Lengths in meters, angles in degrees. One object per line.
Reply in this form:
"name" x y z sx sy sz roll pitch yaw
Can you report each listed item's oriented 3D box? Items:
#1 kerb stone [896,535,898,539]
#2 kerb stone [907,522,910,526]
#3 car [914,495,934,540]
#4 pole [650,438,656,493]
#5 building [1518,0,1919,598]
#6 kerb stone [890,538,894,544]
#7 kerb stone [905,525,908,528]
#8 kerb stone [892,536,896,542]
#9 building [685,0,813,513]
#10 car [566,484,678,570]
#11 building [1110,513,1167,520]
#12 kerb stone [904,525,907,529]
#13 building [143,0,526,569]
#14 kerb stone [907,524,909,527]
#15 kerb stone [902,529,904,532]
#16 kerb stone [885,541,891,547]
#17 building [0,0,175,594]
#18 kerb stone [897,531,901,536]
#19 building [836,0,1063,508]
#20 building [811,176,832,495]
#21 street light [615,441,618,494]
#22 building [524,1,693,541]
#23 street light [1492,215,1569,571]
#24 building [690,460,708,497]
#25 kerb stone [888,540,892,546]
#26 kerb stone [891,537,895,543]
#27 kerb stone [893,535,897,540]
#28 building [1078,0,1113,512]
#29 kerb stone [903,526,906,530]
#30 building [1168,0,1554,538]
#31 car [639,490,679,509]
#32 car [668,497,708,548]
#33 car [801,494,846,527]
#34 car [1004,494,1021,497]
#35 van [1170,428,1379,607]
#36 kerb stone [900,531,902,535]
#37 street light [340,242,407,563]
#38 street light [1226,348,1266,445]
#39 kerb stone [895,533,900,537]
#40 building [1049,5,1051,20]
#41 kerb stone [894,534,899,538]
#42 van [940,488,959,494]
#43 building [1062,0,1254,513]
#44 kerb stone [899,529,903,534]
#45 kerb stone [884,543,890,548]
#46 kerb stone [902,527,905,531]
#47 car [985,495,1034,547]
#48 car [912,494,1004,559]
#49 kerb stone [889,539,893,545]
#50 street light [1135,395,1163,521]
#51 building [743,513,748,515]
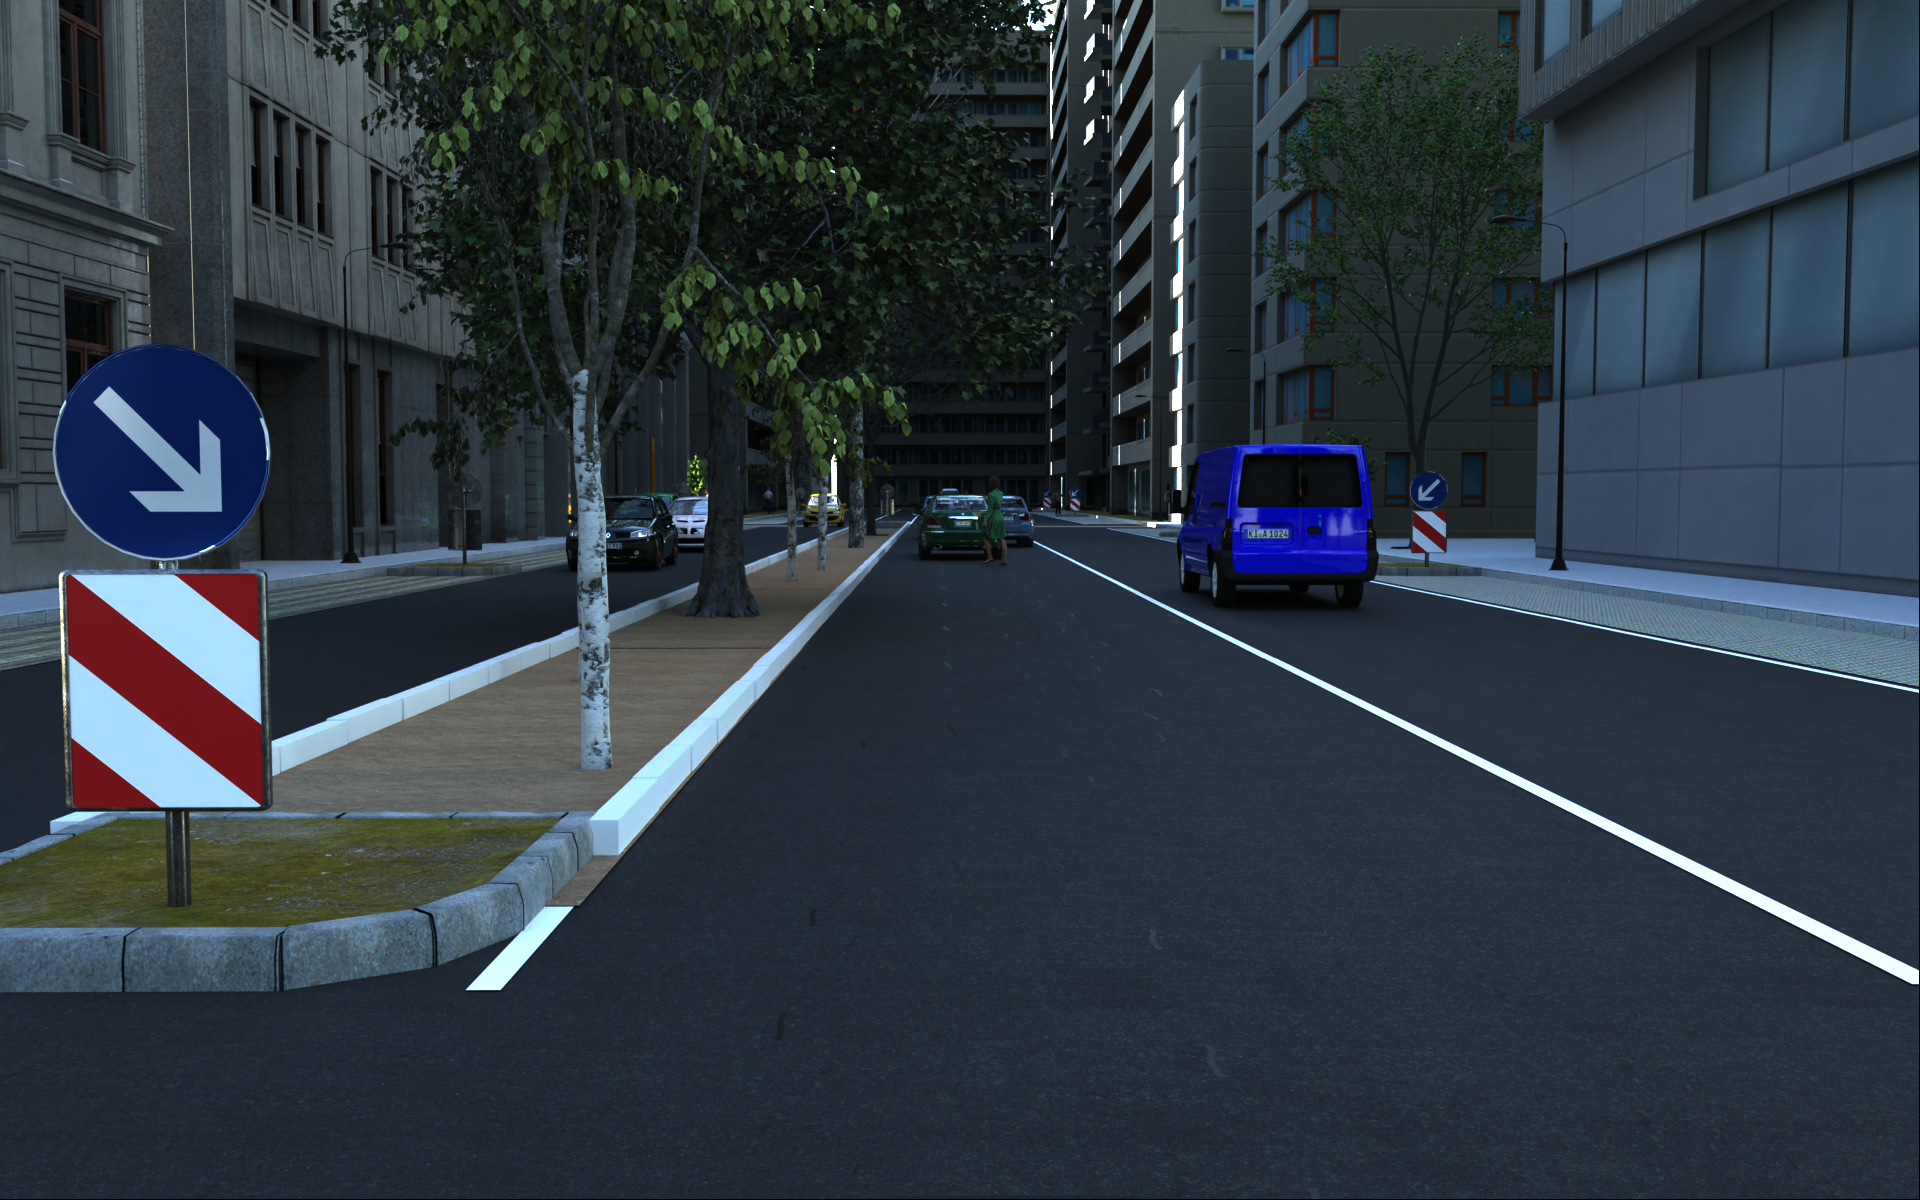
"kerb stone" -1.984 -1.776 51.354 0.120 0.150 1.000 0 4 -1
"kerb stone" -2.253 -3.036 71.853 0.120 0.150 1.000 0 4 -1
"car" -0.456 -2.637 55.111 2.014 1.417 4.499 0 3 0
"pole" -11.116 -4.215 62.752 0.158 3.312 0.155 0 3 0
"building" 24.112 -26.338 19.863 27.495 52.752 28.713 0 4 -1
"kerb stone" -1.935 -1.533 47.265 0.120 0.150 1.000 0 4 -1
"kerb stone" -2.183 -2.724 66.727 0.120 0.150 1.000 0 4 -1
"kerb stone" -1.953 -1.658 49.309 0.120 0.150 1.000 0 4 -1
"building" -23.824 -31.943 145.976 21.600 48.544 21.300 0 4 -1
"car" -6.553 -1.470 33.820 2.009 1.686 4.222 0 4 -2
"building" 20.071 -28.851 95.417 21.300 48.544 21.600 0 4 -1
"kerb stone" -2.176 -2.661 65.705 0.120 0.150 1.000 0 4 -1
"building" -17.778 -13.378 36.748 12.078 24.808 19.932 0 4 -1
"kerb stone" -2.210 -2.849 68.777 0.120 0.150 1.000 0 4 -1
"kerb stone" -2.096 -2.283 59.553 0.120 0.150 1.000 0 4 -1
"kerb stone" -1.899 -1.345 44.193 0.120 0.150 1.000 0 4 -1
"building" -17.180 -10.998 15.978 11.583 22.565 21.152 0 4 -1
"kerb stone" -2.036 -2.034 55.457 0.120 0.150 1.000 0 4 -1
"building" -1.488 -33.734 175.244 21.600 48.544 21.300 0 4 -1
"building" -19.984 -29.806 170.915 14.086 41.232 14.154 0 4 -1
"street light" -11.074 -5.255 58.462 1.470 5.913 1.316 0 4 -1
"building" -17.197 -17.366 61.428 11.434 29.767 29.804 0 4 -1
"street light" 9.562 -3.455 29.039 1.470 5.913 1.316 0 4 -1
"building" -28.746 -24.510 92.615 32.217 40.220 23.993 0 4 -1
"kerb stone" -1.915 -1.408 45.217 0.120 0.150 1.000 0 4 -1
"kerb stone" -1.947 -1.594 48.287 0.120 0.150 1.000 0 4 -1
"kerb stone" -1.969 -1.721 50.331 0.120 0.150 1.000 0 4 -1
"building" 20.209 -28.539 121.243 22.147 44.769 28.867 0 4 -1
"kerb stone" -2.146 -2.535 63.659 0.120 0.150 1.000 0 4 -1
"building" 23.498 -13.388 63.932 27.650 21.520 28.899 0 4 -1
"car" -9.433 -2.723 53.320 1.959 1.807 4.718 0 4 -1
"car" -6.680 -1.963 44.453 2.083 1.381 4.827 0 4 -2
"car" -6.013 -4.064 76.674 2.015 1.641 3.980 0 4 -1
"car" 3.632 -6.980 123.902 2.009 1.686 4.222 0 4 -2
"van" 4.167 -1.178 23.647 2.240 2.365 5.245 0 4 0
"kerb stone" -2.049 -2.096 56.479 0.120 0.150 1.000 0 4 -1
"street light" -10.798 -3.640 32.060 1.470 5.913 1.316 0 4 -1
"street light" 9.157 -5.060 55.277 1.470 5.913 1.316 0 4 -1
"kerb stone" -2.011 -1.909 53.402 0.120 0.150 1.000 0 4 -1
"building" 19.655 -44.971 173.522 20.611 71.187 20.563 0 4 -1
"kerb stone" -1.999 -1.846 52.376 0.120 0.150 1.000 0 4 -1
"van" -0.783 -7.628 131.725 2.013 2.044 4.112 0 4 -1
"building" 18.942 -31.963 146.300 21.300 48.544 21.600 0 4 -1
"kerb stone" -2.076 -2.222 58.524 0.120 0.150 1.000 0 4 -1
"kerb stone" -1.883 -1.279 43.171 0.120 0.150 1.000 0 4 -1
"kerb stone" -2.117 -2.410 61.604 0.120 0.150 1.000 0 4 -1
"car" 1.067 -2.219 48.276 2.014 1.417 4.499 0 4 -3
"car" -0.025 -1.690 39.436 2.131 1.459 4.920 0 4 -2
"kerb stone" -1.918 -1.471 46.243 0.120 0.150 1.000 0 4 -1
"street light" 8.864 -6.639 81.096 1.470 5.913 1.316 0 4 -1
"building" -23.887 -30.060 115.180 21.300 48.544 21.600 0 4 -1
